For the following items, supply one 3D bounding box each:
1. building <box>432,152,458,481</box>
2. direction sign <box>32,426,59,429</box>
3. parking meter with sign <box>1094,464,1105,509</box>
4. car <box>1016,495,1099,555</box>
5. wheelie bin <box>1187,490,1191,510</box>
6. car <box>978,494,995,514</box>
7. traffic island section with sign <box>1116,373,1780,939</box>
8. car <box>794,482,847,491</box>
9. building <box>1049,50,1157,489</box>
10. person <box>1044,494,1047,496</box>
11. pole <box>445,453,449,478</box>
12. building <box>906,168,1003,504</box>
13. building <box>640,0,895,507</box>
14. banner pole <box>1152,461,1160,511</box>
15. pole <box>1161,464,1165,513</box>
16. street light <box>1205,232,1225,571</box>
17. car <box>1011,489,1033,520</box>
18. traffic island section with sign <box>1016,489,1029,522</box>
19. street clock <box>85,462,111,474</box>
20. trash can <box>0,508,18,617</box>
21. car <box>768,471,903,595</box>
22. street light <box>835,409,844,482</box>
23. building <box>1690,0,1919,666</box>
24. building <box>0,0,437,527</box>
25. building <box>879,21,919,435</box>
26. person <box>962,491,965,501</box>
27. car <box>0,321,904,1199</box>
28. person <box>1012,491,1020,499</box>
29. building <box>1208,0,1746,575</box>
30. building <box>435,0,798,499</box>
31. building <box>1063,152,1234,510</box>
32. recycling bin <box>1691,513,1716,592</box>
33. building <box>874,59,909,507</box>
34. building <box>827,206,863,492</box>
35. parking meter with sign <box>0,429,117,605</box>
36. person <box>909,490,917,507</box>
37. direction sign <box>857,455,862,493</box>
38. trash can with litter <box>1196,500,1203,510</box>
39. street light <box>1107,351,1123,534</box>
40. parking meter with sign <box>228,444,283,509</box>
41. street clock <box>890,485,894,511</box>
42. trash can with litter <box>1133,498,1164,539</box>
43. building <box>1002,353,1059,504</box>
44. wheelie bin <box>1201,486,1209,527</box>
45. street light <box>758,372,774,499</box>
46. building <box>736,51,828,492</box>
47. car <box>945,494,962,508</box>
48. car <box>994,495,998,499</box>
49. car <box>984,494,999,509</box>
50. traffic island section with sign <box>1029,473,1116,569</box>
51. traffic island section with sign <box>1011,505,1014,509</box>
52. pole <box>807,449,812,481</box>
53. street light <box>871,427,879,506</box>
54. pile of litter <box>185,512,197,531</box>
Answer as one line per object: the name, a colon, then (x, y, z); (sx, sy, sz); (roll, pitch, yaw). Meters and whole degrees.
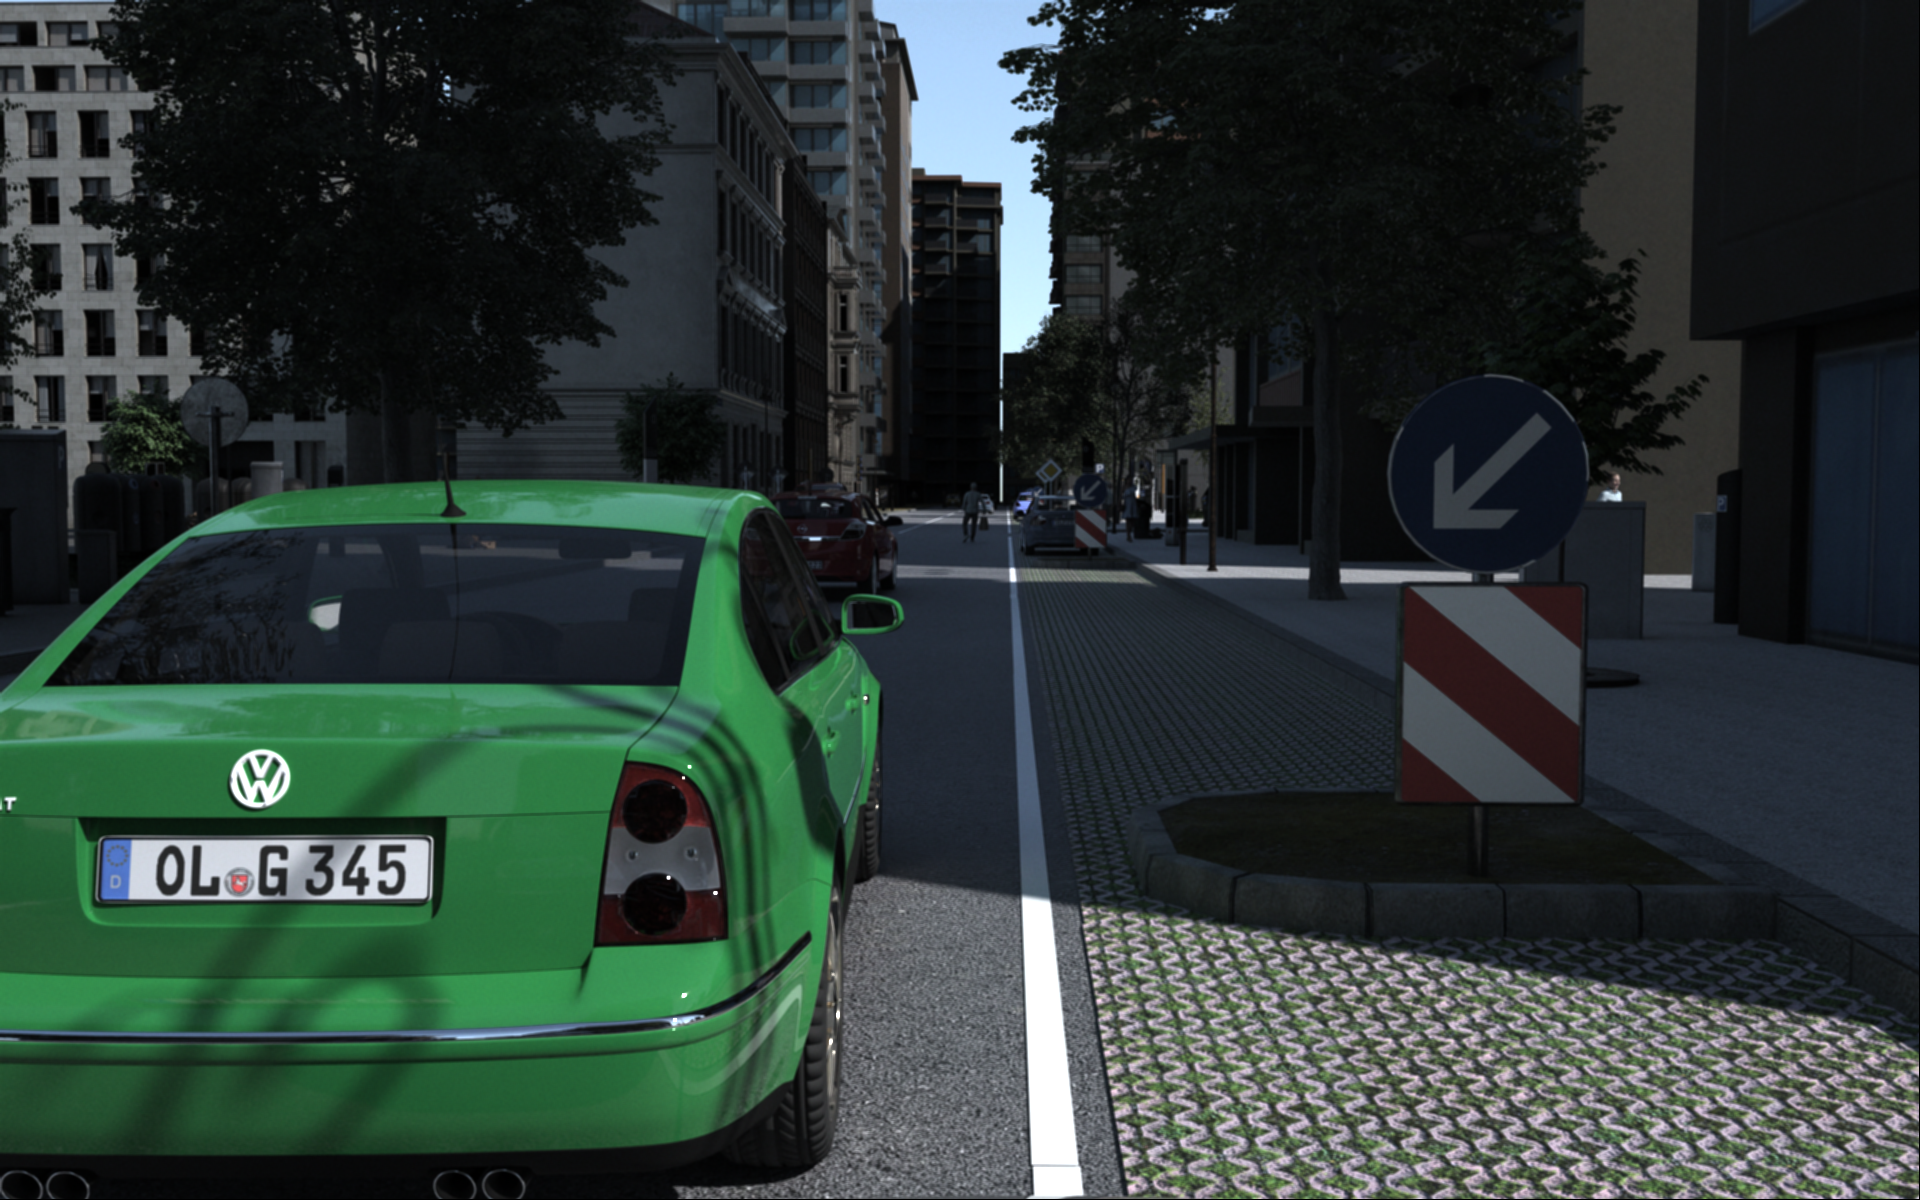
building: (-48.125, -33.632, 204.511); (28.867, 44.769, 22.147); (0, 4, 2)
direction sign: (-30.405, -4.017, 57.668); (0.379, 3.537, 0.876); (2, 4, 35)
parking meter with sign: (7.852, -6.251, 98.466); (0.543, 3.016, 1.738); (1, 4, 12)
car: (2.356, -1.803, 41.490); (2.014, 1.417, 4.499); (0, 3, 0)
wheelie bin: (16.913, -7.289, 127.080); (0.693, 1.594, 0.980); (-1, 4, -21)
car: (1.493, -6.886, 124.586); (2.014, 1.417, 4.499); (0, 4, 3)
traffic island section with sign: (1.659, 0.130, 6.501); (1.989, 1.847, 2.006); (0, 4, 2)
car: (-4.368, -2.776, 54.063); (2.281, 1.827, 5.304); (0, 4, 0)
building: (20.284, -31.548, 170.436); (22.147, 44.769, 28.867); (0, 4, 2)
person: (8.829, -10.764, 182.766); (1.217, 1.736, 0.721); (0, 4, -7)
pole: (-25.180, -5.579, 85.067); (0.158, 3.312, 0.155); (0, 3, 0)
building: (-8.609, -35.525, 235.452); (28.867, 44.769, 22.147); (0, 4, 2)
building: (-18.262, -32.745, 154.996); (23.786, 49.044, 30.456); (0, 4, 2)
banner pole: (14.865, -8.683, 131.980); (0.863, 3.779, 0.401); (-2, 4, -26)
pole: (13.824, -7.594, 118.004); (0.158, 3.312, 0.155); (0, 3, 0)
street light: (4.204, -3.418, 28.679); (0.468, 5.910, 1.993); (0, 4, 2)
car: (3.823, -5.311, 96.418); (1.945, 1.707, 3.694); (0, 4, 0)
traffic island section with sign: (3.903, -4.952, 89.597); (1.989, 1.847, 2.006); (0, 4, 2)
street clock: (-19.277, -2.093, 38.789); (0.471, 2.002, 0.358); (0, 4, -2)
trash can: (-10.260, -0.395, 18.113); (0.748, 1.137, 0.748); (0, 3, 0)
car: (-1.935, -0.964, 24.798); (2.155, 1.783, 4.494); (0, 4, 3)
street light: (-6.387, -7.309, 92.287); (0.468, 5.910, 1.993); (0, 4, 2)
building: (13.458, -21.861, 7.543); (14.600, 45.320, 14.200); (0, 4, 2)
building: (-31.559, -13.214, 70.799); (16.860, 20.320, 10.420); (0, 4, 2)
building: (-19.241, -37.409, 200.881); (27.495, 52.752, 28.713); (0, 4, 2)
person: (0.562, -11.764, 201.519); (0.721, 1.739, 1.217); (2, 4, 30)
car: (-1.159, 0.228, 5.061); (1.959, 1.807, 4.718); (0, 4, 0)
person: (6.335, -11.087, 189.789); (1.348, 1.821, 0.705); (-1, 4, -19)
building: (16.984, -23.545, 39.590); (22.147, 44.769, 28.867); (0, 4, 2)
building: (-14.069, -14.653, 75.725); (11.583, 22.565, 21.152); (0, 4, 2)
building: (15.805, -23.080, 149.052); (14.160, 30.474, 14.107); (0, 4, 2)
recycling bin: (10.137, -0.630, 22.847); (0.722, 1.027, 0.722); (3, 5, 40)
building: (-12.547, -32.255, 177.472); (14.600, 45.320, 14.200); (0, 4, 2)
building: (-14.103, -18.432, 120.442); (14.460, 24.649, 34.723); (0, 4, 2)
parking meter with sign: (-10.826, -1.463, 20.185); (1.738, 3.016, 0.543); (-1, 4, -12)
person: (-4.646, -10.079, 171.616); (0.721, 1.735, 1.217); (-3, 5, -40)
direction sign: (-5.906, -6.713, 101.756); (0.379, 3.537, 0.876); (1, 4, 12)
trash can with litter: (17.544, -6.988, 125.648); (1.055, 1.170, 0.624); (1, 4, 9)
street light: (4.991, -5.084, 55.913); (0.468, 5.910, 1.993); (0, 4, 2)
parking meter with sign: (-16.327, -2.727, 40.848); (1.738, 3.016, 0.543); (-1, 4, -16)
street clock: (-5.174, -7.796, 132.029); (0.358, 2.002, 0.471); (1, 4, 16)
trash can with litter: (5.317, -2.332, 49.520); (1.055, 1.170, 0.624); (-3, 5, -42)
building: (20.323, -24.009, 237.581); (28.899, 21.520, 27.650); (0, 4, 2)
wheelie bin: (9.856, -3.637, 67.374); (0.693, 1.594, 0.980); (3, 5, 42)
street light: (-7.294, -5.659, 65.318); (0.468, 5.910, 1.993); (0, 4, 2)
building: (-14.258, -16.243, 95.245); (12.332, 23.373, 15.834); (0, 4, 2)
car: (-0.753, -10.631, 184.040); (2.015, 1.641, 3.980); (0, 3, 0)
car: (3.418, -11.742, 203.772); (2.131, 1.459, 4.920); (0, 4, 2)
car: (2.613, -9.331, 162.347); (2.009, 1.686, 4.222); (0, 4, 2)
traffic island section with sign: (2.398, -1.538, 33.774); (1.989, 1.847, 2.006); (0, 4, 2)
traffic island section with sign: (4.628, -6.600, 116.543); (1.989, 1.847, 2.006); (0, 4, 2)
pole: (-6.767, -5.150, 78.037); (0.158, 3.312, 0.155); (0, 3, 0)
street light: (-5.826, -8.959, 119.265); (0.468, 5.910, 1.993); (0, 4, 2)
pile of litter: (-19.671, -1.831, 43.895); (1.176, 0.858, 1.719); (-1, 4, -20)
